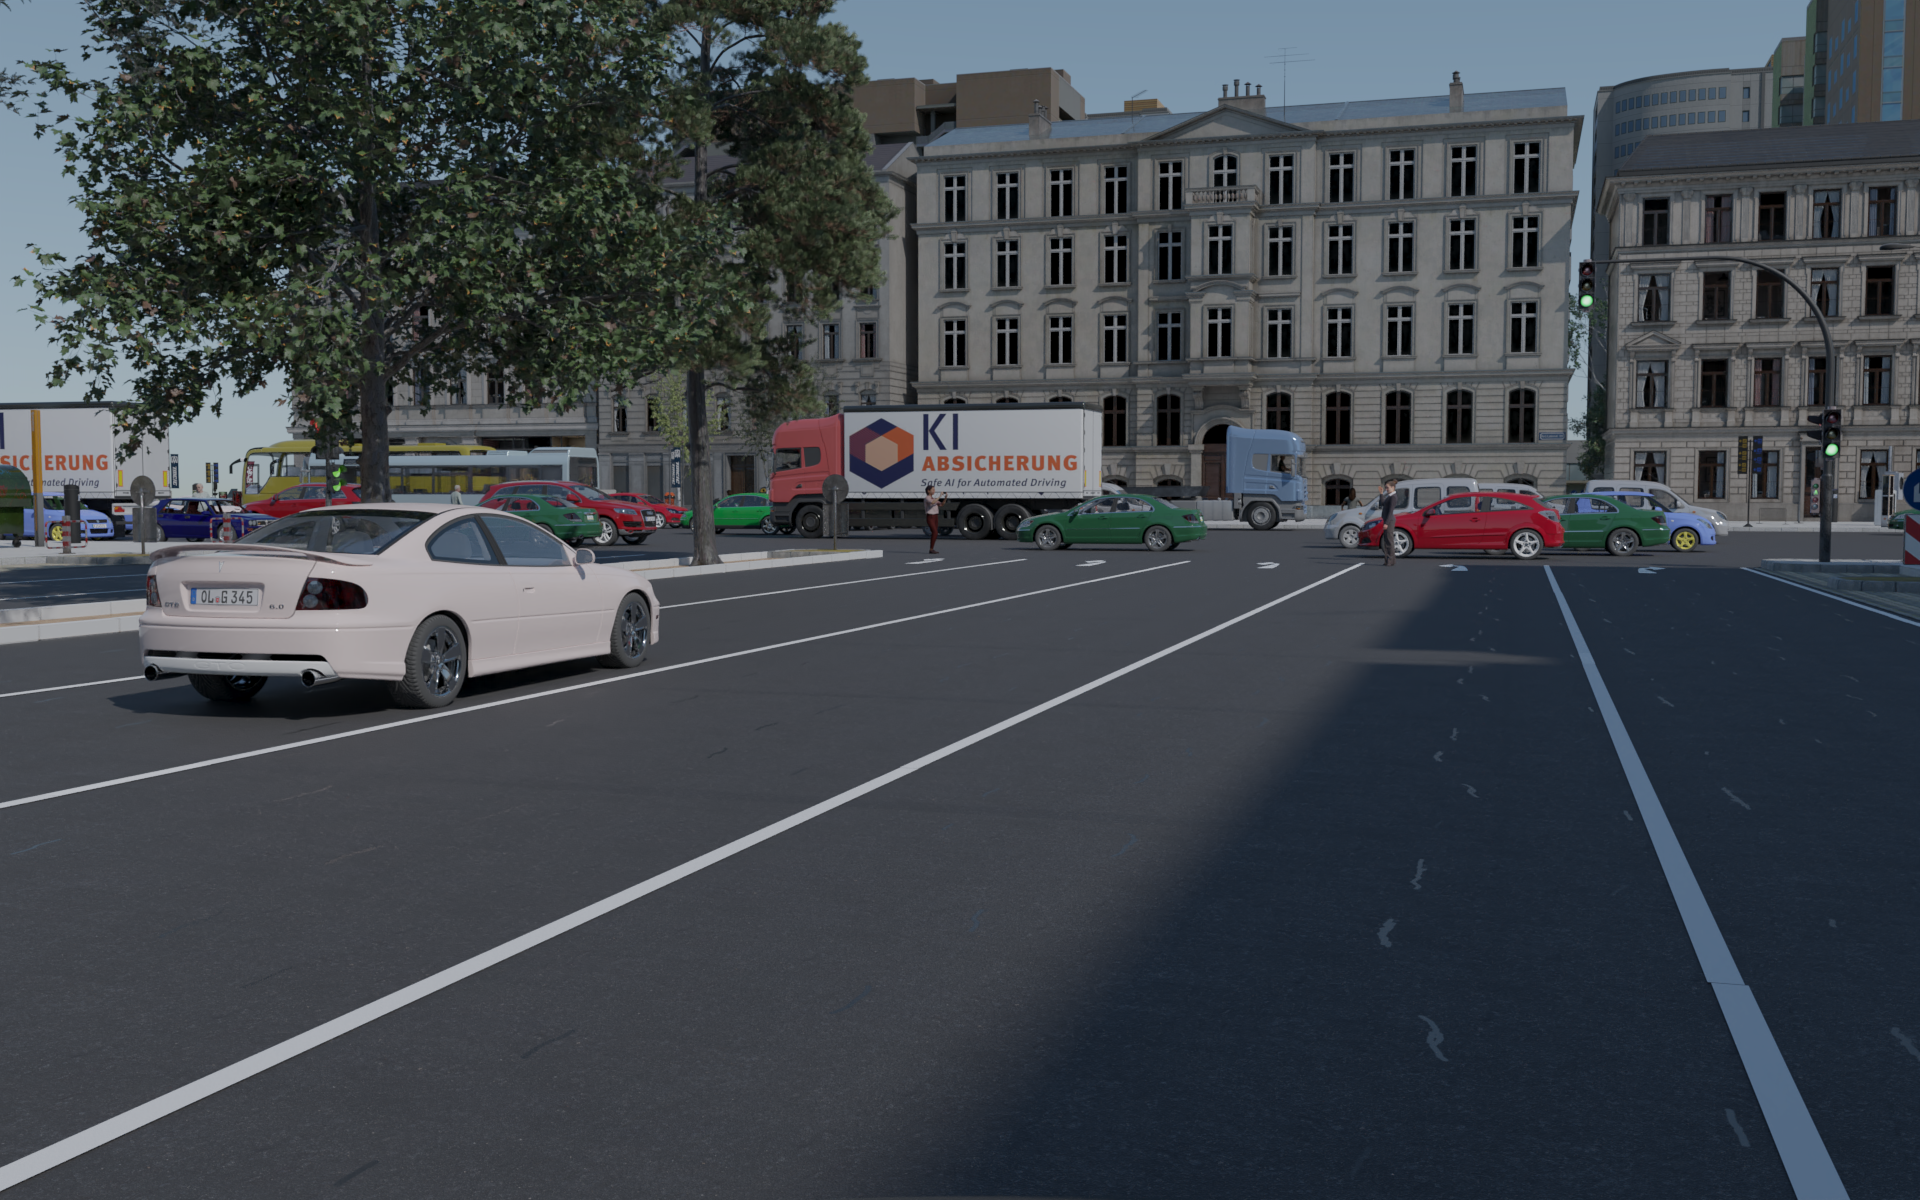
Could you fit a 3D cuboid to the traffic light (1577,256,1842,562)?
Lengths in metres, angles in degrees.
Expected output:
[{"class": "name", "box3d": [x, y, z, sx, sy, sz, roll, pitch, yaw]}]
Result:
[{"class": "traffic light", "box3d": [14.266, -3.572, 33.070, 4.771, 5.953, 1.251, 1, 4, 18]}]

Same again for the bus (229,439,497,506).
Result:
[{"class": "bus", "box3d": [-26.819, -5.290, 78.038, 12.252, 3.916, 2.896, 1, 4, 16]}]

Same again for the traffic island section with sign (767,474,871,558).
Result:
[{"class": "traffic island section with sign", "box3d": [-3.043, -1.895, 39.114, 2.006, 1.907, 1.989, 1, 4, 18]}]

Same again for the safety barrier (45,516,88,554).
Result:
[{"class": "safety barrier", "box3d": [-19.103, -1.392, 37.028, 0.300, 0.817, 1.120, 1, 4, 18]}]

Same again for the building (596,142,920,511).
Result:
[{"class": "building", "box3d": [-10.803, -15.365, 100.370, 18.267, 20.994, 9.793, 1, 4, 18]}]

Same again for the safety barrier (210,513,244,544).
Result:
[{"class": "safety barrier", "box3d": [-17.624, -1.674, 41.651, 0.300, 0.817, 1.120, 1, 4, 18]}]

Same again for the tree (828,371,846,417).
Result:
[{"class": "tree", "box3d": [-8.042, -8.462, 88.721, 4.360, 8.622, 3.978, 0, 3, 0]}]

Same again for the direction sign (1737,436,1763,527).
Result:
[{"class": "direction sign", "box3d": [30.748, -4.616, 67.464, 0.876, 3.537, 0.379, 2, 4, 33]}]

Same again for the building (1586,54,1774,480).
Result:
[{"class": "building", "box3d": [101.609, -42.539, 237.511, 28.212, 58.520, 21.231, 1, 4, 18]}]

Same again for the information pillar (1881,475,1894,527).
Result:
[{"class": "information pillar", "box3d": [35.645, -3.796, 66.561, 0.304, 2.012, 0.304, -2, 4, -31]}]

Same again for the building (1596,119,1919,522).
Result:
[{"class": "building", "box3d": [41.311, -13.440, 84.367, 19.286, 19.102, 10.561, 1, 4, 18]}]

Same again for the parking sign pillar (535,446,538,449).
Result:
[{"class": "parking sign pillar", "box3d": [-23.817, -6.687, 97.801, 1.447, 3.967, 1.447, -1, 4, -18]}]

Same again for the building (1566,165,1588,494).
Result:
[{"class": "building", "box3d": [76.134, -40.380, 249.445, 27.495, 52.752, 28.713, 1, 4, 18]}]

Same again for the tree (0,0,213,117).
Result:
[{"class": "tree", "box3d": [-11.579, -6.111, 12.735, 12.009, 13.543, 11.850, 0, 3, 0]}]

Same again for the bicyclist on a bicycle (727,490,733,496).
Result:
[{"class": "bicyclist on a bicycle", "box3d": [-9.697, -3.818, 72.441, 1.625, 1.676, 1.499, 1, 4, 18]}]

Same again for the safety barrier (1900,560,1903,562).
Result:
[{"class": "safety barrier", "box3d": [17.947, -1.126, 32.686, 0.300, 0.817, 1.120, 1, 4, 18]}]

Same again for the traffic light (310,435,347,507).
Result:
[{"class": "traffic light", "box3d": [-15.587, -3.292, 42.739, 0.839, 4.253, 0.868, 1, 4, 18]}]

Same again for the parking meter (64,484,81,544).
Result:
[{"class": "parking meter", "box3d": [-23.072, -2.239, 45.019, 0.372, 1.533, 0.369, 0, 3, 0]}]

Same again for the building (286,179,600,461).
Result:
[{"class": "building", "box3d": [-38.536, -15.851, 110.073, 40.483, 20.767, 10.553, 1, 4, 18]}]

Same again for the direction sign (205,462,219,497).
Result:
[{"class": "direction sign", "box3d": [-53.523, -8.075, 124.020, 0.876, 3.537, 0.379, 0, 4, -6]}]

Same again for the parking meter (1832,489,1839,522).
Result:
[{"class": "parking meter", "box3d": [39.630, -4.292, 78.579, 0.372, 1.533, 0.369, 0, 3, 0]}]

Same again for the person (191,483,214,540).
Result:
[{"class": "person", "box3d": [-23.570, -2.732, 53.649, 0.782, 1.767, 0.515, -1, 4, -19]}]

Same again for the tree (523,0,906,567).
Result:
[{"class": "tree", "box3d": [-5.142, -7.590, 33.972, 7.806, 13.903, 7.818, 0, 3, 0]}]

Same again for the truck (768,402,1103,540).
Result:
[{"class": "truck", "box3d": [-1.188, -4.071, 55.469, 11.283, 4.237, 2.839, 1, 4, 18]}]

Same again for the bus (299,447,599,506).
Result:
[{"class": "bus", "box3d": [-21.286, -4.639, 70.711, 13.247, 3.499, 2.948, 1, 4, 17]}]

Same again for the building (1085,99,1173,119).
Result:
[{"class": "building", "box3d": [19.695, -44.171, 264.188, 28.212, 58.520, 21.231, 1, 4, 18]}]

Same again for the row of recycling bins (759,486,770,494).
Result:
[{"class": "row of recycling bins", "box3d": [-16.143, -7.704, 133.067, 1.069, 1.692, 3.534, 2, 4, 27]}]

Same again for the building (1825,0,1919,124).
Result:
[{"class": "building", "box3d": [72.809, -29.268, 128.637, 14.600, 45.320, 14.200, 1, 4, 18]}]

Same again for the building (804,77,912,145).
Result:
[{"class": "building", "box3d": [-9.128, -32.732, 185.278, 14.200, 45.320, 14.600, 1, 4, 18]}]

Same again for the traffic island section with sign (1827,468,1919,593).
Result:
[{"class": "traffic island section with sign", "box3d": [14.164, -1.056, 25.894, 1.989, 1.847, 2.006, 1, 4, 18]}]

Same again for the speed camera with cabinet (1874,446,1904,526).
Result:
[{"class": "speed camera with cabinet", "box3d": [37.973, -4.673, 70.745, 0.660, 3.252, 2.038, 3, 5, 42]}]

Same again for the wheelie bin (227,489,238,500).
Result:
[{"class": "wheelie bin", "box3d": [-41.734, -5.608, 99.601, 0.980, 1.594, 0.693, 2, 4, 35]}]

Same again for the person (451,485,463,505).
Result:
[{"class": "person", "box3d": [-18.938, -3.439, 65.219, 0.782, 1.767, 0.515, 3, 4, 36]}]

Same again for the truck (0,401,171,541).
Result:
[{"class": "truck", "box3d": [-30.456, -4.024, 54.702, 11.283, 4.237, 2.839, 1, 4, 16]}]

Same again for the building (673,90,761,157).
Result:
[{"class": "building", "box3d": [-22.905, -32.948, 188.811, 14.200, 45.320, 14.600, 1, 4, 18]}]

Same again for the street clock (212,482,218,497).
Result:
[{"class": "street clock", "box3d": [-44.251, -6.013, 102.888, 0.358, 2.002, 0.471, -2, 4, -34]}]

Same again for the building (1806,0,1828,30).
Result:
[{"class": "building", "box3d": [76.463, -28.063, 142.416, 14.154, 41.232, 14.086, 1, 4, 18]}]

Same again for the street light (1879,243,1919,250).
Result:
[{"class": "street light", "box3d": [17.726, -3.643, 32.099, 1.470, 5.913, 1.316, 1, 4, 18]}]

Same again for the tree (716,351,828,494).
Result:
[{"class": "tree", "box3d": [-9.328, -8.090, 82.632, 4.360, 8.622, 3.978, 0, 3, 0]}]

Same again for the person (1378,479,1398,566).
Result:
[{"class": "person", "box3d": [8.519, -1.557, 34.766, 0.445, 1.727, 0.742, -2, 4, -24]}]

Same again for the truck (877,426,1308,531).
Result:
[{"class": "truck", "box3d": [5.267, -4.938, 70.491, 18.799, 4.110, 2.967, 1, 4, 16]}]

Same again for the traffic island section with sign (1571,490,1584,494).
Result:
[{"class": "traffic island section with sign", "box3d": [62.957, -10.358, 177.986, 1.989, 1.847, 2.006, 1, 4, 18]}]

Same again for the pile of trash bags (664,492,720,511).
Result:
[{"class": "pile of trash bags", "box3d": [-14.114, -5.072, 92.682, 3.447, 1.369, 1.912, -1, 4, -9]}]

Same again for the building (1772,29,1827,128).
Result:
[{"class": "building", "box3d": [80.543, -28.945, 156.837, 14.154, 41.232, 14.086, 1, 4, 18]}]

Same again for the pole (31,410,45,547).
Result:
[{"class": "pole", "box3d": [-22.384, -2.947, 42.029, 0.158, 3.312, 0.155, 0, 3, 0]}]

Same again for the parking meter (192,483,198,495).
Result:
[{"class": "parking meter", "box3d": [-40.819, -5.312, 92.560, 0.255, 1.863, 0.399, 0, 4, 1]}]

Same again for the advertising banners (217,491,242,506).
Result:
[{"class": "advertising banners", "box3d": [-38.033, -5.801, 91.034, 0.090, 3.025, 2.074, 3, 5, 42]}]

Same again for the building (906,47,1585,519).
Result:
[{"class": "building", "box3d": [15.294, -16.848, 94.550, 34.723, 24.649, 14.460, 1, 4, 18]}]

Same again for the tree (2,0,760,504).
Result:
[{"class": "tree", "box3d": [-8.051, -6.377, 23.736, 9.611, 12.733, 9.660, 0, 3, 0]}]

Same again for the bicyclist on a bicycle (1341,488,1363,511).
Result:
[{"class": "bicyclist on a bicycle", "box3d": [11.292, -2.436, 49.857, 1.499, 1.676, 1.625, 1, 4, 17]}]

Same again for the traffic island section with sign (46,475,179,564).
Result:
[{"class": "traffic island section with sign", "box3d": [-17.464, -1.676, 36.027, 1.989, 1.847, 2.006, 1, 4, 18]}]

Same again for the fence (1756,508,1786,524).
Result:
[{"class": "fence", "box3d": [34.773, -3.593, 74.114, 0.278, 0.683, 2.069, 0, 4, -6]}]

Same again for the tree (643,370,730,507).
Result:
[{"class": "tree", "box3d": [-14.150, -8.422, 88.055, 4.737, 8.622, 4.395, 0, 3, 0]}]

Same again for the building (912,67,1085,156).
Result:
[{"class": "building", "box3d": [4.433, -32.475, 181.072, 14.200, 45.320, 14.600, 1, 4, 18]}]

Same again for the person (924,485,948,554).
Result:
[{"class": "person", "box3d": [-0.586, -1.940, 41.682, 0.517, 1.644, 0.566, -1, 4, -19]}]
